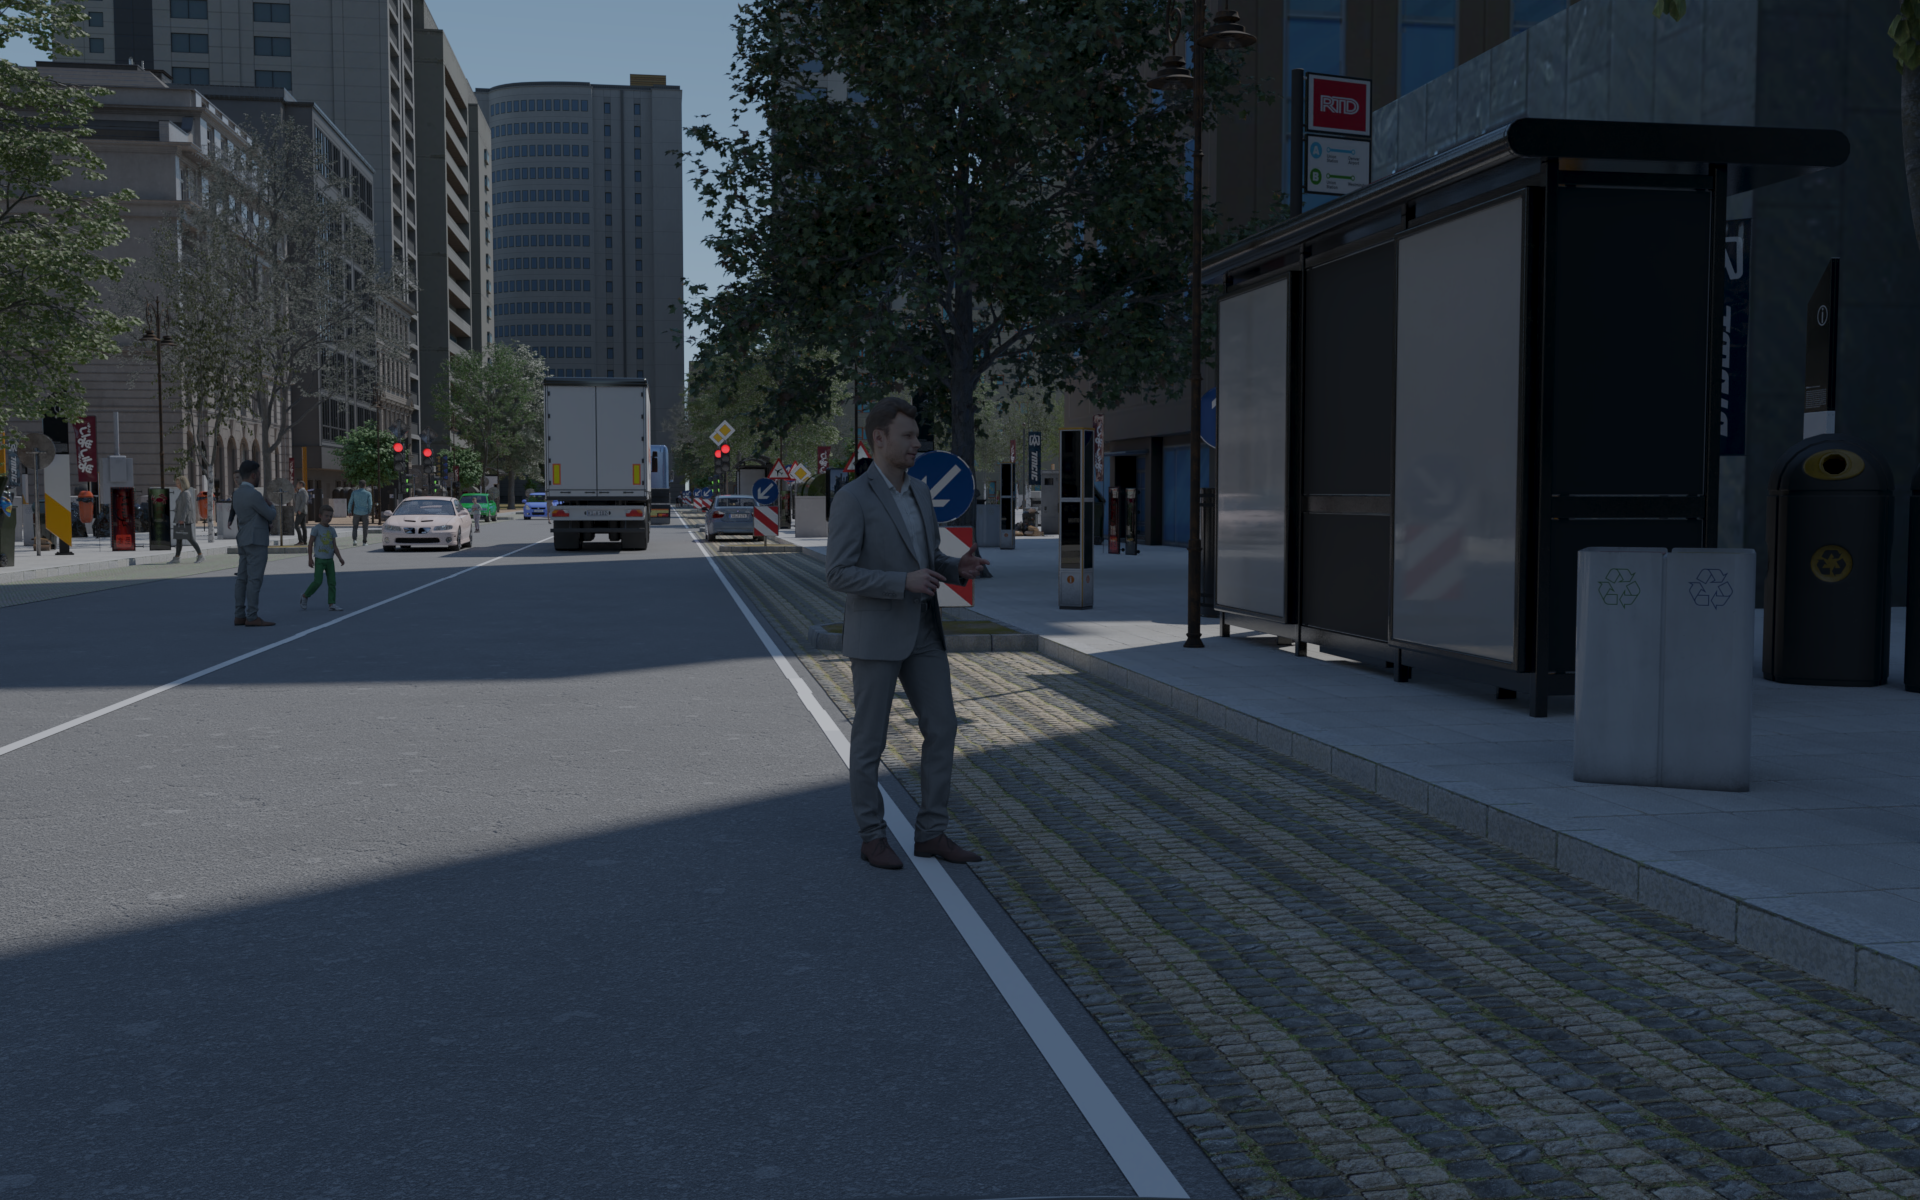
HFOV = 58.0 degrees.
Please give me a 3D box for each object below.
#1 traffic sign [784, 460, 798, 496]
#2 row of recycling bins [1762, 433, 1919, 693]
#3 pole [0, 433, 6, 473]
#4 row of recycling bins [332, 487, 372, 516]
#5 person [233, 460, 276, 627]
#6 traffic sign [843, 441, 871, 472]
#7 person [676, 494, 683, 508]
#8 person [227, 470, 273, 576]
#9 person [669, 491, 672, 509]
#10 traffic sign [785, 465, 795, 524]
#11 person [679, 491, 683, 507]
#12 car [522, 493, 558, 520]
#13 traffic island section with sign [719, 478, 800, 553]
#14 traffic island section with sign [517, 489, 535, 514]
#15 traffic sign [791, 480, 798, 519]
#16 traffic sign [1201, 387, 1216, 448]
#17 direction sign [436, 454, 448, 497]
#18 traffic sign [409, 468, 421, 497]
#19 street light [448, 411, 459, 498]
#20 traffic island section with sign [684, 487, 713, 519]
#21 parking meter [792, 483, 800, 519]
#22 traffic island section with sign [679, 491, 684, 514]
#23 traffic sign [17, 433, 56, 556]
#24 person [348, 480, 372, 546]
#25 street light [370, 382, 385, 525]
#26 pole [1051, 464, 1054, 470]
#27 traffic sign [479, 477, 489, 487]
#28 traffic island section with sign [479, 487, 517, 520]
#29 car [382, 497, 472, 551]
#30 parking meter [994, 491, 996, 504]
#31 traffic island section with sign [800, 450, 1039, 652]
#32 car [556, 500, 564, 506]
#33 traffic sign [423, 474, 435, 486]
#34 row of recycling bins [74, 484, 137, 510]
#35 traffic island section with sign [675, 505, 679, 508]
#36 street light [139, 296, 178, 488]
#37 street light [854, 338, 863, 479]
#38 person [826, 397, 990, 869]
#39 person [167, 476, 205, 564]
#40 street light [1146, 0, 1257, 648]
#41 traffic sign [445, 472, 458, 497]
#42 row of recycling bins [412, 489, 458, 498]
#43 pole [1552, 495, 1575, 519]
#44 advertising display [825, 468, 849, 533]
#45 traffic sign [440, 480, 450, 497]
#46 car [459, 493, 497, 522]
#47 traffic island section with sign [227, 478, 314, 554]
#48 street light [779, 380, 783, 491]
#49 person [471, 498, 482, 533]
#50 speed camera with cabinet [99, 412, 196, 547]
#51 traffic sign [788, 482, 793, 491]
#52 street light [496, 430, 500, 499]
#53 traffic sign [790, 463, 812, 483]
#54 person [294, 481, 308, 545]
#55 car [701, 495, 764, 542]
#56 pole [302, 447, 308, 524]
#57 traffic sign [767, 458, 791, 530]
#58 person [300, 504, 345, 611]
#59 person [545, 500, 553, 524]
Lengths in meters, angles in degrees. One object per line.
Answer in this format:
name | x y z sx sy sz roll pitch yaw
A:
traffic sign | -6.353 -4.092 66.909 0.884 2.594 0.081 0 4 -1
row of recycling bins | 6.763 -0.226 10.805 1.069 1.692 3.534 -2 4 -35
pole | -31.743 -3.890 57.452 0.158 3.312 0.155 0 3 0
row of recycling bins | -35.859 -5.819 102.255 3.534 1.692 1.069 3 4 37
person | -7.657 -0.623 18.871 0.511 1.800 0.466 2 4 29
traffic sign | -2.419 -2.585 42.270 0.884 2.594 0.081 0 4 -4
person | -28.534 -10.058 176.139 0.628 1.438 0.799 2 4 30
person | -12.325 -1.317 29.812 0.659 1.850 0.755 1 4 19
person | -28.579 -9.861 170.518 0.721 1.735 1.217 -1 4 -22
traffic sign | -7.332 -4.574 74.892 0.768 2.556 0.104 0 4 -3
person | -28.713 -10.339 178.093 0.434 1.755 0.990 0 4 5
car | -23.551 -5.358 97.198 1.945 1.707 3.694 -1 4 -10
traffic island section with sign | -4.986 -2.106 43.067 1.989 1.847 2.006 -1 4 -10
traffic island section with sign | -30.342 -6.962 122.453 1.989 1.847 2.006 -1 4 -10
traffic sign | -8.684 -5.354 89.661 0.606 2.300 0.079 0 3 0
traffic sign | 3.111 -1.232 20.255 0.768 2.556 0.104 0 4 0
direction sign | -29.569 -6.537 98.885 0.379 3.537 0.876 2 4 29
traffic sign | -27.005 -5.230 85.615 0.768 2.556 0.104 0 4 -4
street light | -28.320 -7.597 96.991 0.468 5.910 1.993 -1 4 -10
traffic island section with sign | -14.583 -5.529 99.019 1.989 1.847 2.006 -1 4 -10
parking meter | -8.312 -5.021 87.803 0.255 1.863 0.399 2 4 26
traffic island section with sign | -19.150 -7.157 125.643 1.989 1.847 2.006 -1 4 -10
traffic sign | -19.139 -2.189 35.901 0.768 2.556 0.104 0 4 -5
person | -16.584 -2.406 47.855 0.660 1.820 0.620 -1 4 -12
street light | -23.959 -6.028 71.347 0.468 5.910 1.993 -1 4 -10
pole | 6.313 -7.581 117.784 0.158 3.312 0.155 0 3 0
traffic sign | -34.729 -7.721 126.338 0.768 2.556 0.104 -1 4 -9
traffic island section with sign | -25.782 -5.337 95.885 1.989 1.847 2.006 -1 4 -10
car | -13.748 -1.987 44.857 2.083 1.381 4.827 -1 4 -10
parking meter | 2.330 -6.075 107.744 0.372 1.533 0.369 0 3 0
traffic island section with sign | -0.420 -0.479 16.463 1.989 1.847 2.006 -1 4 -10
car | -24.406 -5.942 106.743 1.945 1.707 3.694 -1 4 -11
traffic sign | -26.943 -5.246 87.897 0.606 2.300 0.079 0 4 0
row of recycling bins | -35.250 -3.932 71.403 1.069 1.692 3.534 0 4 7
traffic island section with sign | -27.433 -10.115 174.004 1.989 1.847 2.006 -1 4 -10
street light | -18.709 -4.144 40.549 0.468 5.910 1.993 -1 4 -10
street light | -2.380 -4.094 39.719 0.468 5.910 1.993 -1 4 -10
person | -0.188 0.126 6.632 0.583 1.804 0.606 2 4 35
person | -15.869 -1.640 35.496 0.728 1.800 0.709 -2 4 -32
street light | 1.960 -2.541 14.331 0.468 5.910 1.993 -1 4 -10
traffic sign | -29.948 -6.229 101.951 0.768 2.556 0.104 0 4 -4
row of recycling bins | -38.936 -7.447 128.864 3.534 1.692 1.069 -2 4 -27
pole | 5.451 -1.333 15.644 0.158 3.312 0.155 0 3 0
advertising display | -3.030 -2.302 42.844 0.123 1.923 0.974 2 4 25
traffic sign | -30.484 -6.149 102.671 0.606 2.300 0.079 -1 4 -8
car | -24.683 -4.858 88.217 1.959 1.807 4.718 -1 4 -8
traffic island section with sign | -16.551 -2.046 42.088 1.989 1.847 2.006 -1 4 -10
street light | -6.718 -5.643 65.053 0.468 5.910 1.993 -1 4 -10
person | -17.970 -3.155 64.360 0.425 1.301 0.394 0 4 -2
speed camera with cabinet | -19.845 -2.933 42.298 2.038 3.252 0.660 -2 4 -34
traffic sign | -8.670 -5.336 87.345 0.768 2.556 0.104 0 4 -7
street light | -32.645 -9.146 122.328 0.468 5.910 1.993 -1 4 -10
traffic sign | -5.866 -3.832 63.842 0.795 2.450 0.064 0 4 -6
person | -18.399 -2.423 48.295 0.473 1.802 0.592 0 4 -5
car | -6.924 -2.521 53.226 2.014 1.417 4.499 -1 4 -10
pole | -28.425 -4.973 75.160 0.158 3.312 0.155 0 3 0
traffic sign | -6.498 -3.801 62.147 0.884 2.594 0.081 -1 4 -8
person | -7.843 -0.521 21.271 0.590 1.304 0.306 1 4 19
person | -19.502 -4.510 82.573 0.599 1.781 0.374 3 5 39
